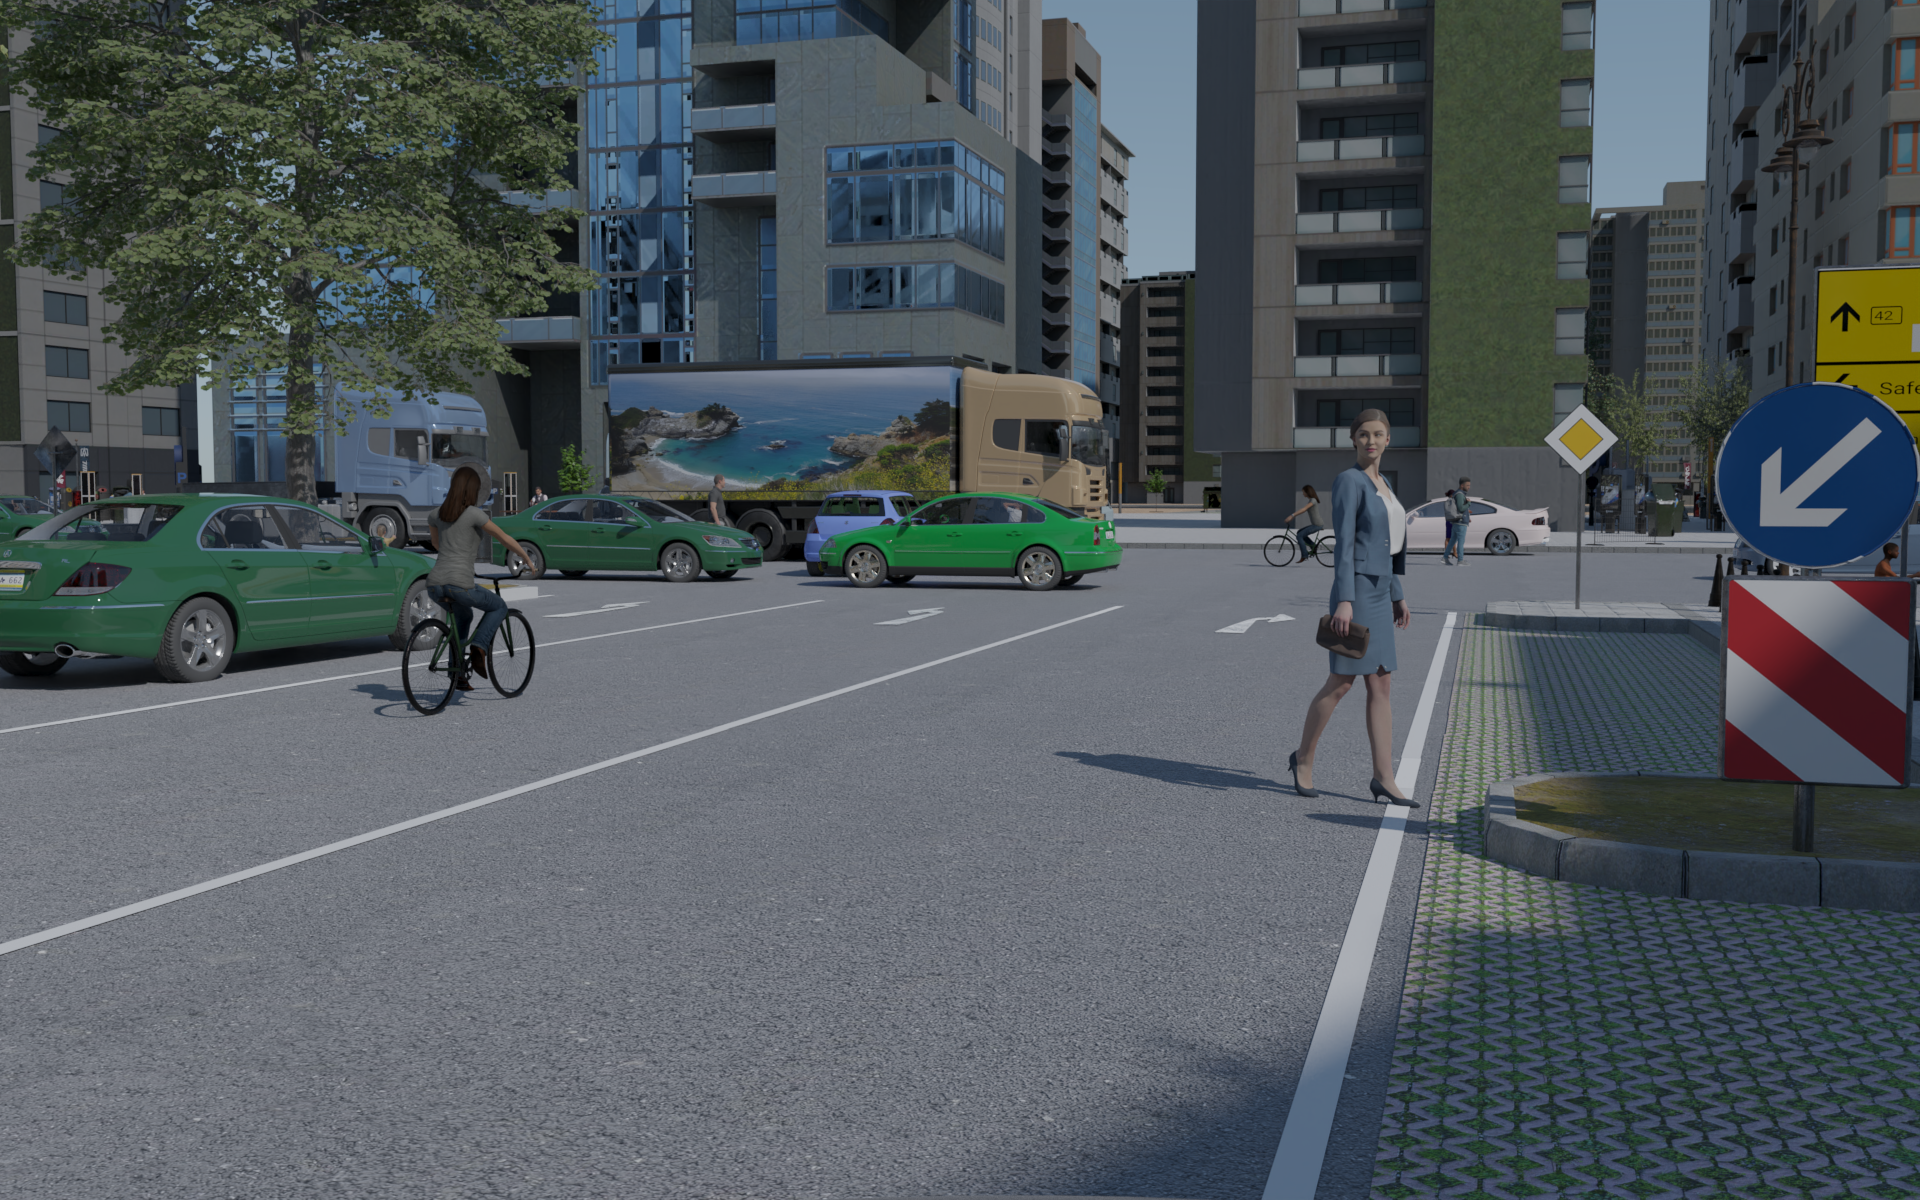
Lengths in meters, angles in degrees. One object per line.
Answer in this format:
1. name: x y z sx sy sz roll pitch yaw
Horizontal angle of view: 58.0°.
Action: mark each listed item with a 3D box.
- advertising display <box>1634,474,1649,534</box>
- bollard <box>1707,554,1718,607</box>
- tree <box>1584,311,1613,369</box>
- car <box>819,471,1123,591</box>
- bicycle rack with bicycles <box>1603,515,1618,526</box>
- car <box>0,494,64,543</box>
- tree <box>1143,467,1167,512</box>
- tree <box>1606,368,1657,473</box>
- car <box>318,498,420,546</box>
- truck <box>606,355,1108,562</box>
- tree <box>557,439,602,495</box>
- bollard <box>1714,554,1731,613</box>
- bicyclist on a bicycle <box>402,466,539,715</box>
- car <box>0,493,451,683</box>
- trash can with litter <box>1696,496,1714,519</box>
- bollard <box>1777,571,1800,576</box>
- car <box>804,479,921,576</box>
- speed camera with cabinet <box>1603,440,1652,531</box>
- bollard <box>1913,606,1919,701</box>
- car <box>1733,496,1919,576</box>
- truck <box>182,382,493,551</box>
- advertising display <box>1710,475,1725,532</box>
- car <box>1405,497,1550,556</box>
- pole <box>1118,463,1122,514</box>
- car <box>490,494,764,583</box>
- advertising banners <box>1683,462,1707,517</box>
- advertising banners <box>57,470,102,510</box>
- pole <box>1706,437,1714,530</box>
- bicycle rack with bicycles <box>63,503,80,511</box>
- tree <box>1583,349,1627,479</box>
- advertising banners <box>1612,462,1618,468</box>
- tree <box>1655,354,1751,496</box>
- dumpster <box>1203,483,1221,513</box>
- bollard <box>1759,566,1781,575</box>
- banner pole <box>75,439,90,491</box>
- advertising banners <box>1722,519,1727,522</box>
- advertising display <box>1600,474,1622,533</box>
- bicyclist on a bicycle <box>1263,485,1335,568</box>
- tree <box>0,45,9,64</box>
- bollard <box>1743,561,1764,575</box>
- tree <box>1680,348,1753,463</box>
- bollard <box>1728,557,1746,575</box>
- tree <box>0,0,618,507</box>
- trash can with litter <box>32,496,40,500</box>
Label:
1. advertising display: 21.855 -3.080 55.565 0.123 1.923 0.974 0 4 3
2. bollard: 8.637 -0.225 19.717 0.229 0.601 0.229 0 3 0
3. tree: 48.930 -17.578 143.295 12.611 20.169 13.585 0 3 0
4. car: 0.123 -1.095 26.708 4.718 1.807 1.959 1 4 17
5. bicycle rack with bicycles: 26.762 -3.337 67.942 2.925 0.926 2.852 0 4 -8
6. car: -22.054 -1.727 40.039 4.920 1.459 2.131 1 4 15
7. tree: 13.878 -7.820 122.464 1.663 3.219 1.824 0 3 0
8. tree: 40.010 -9.297 102.371 4.737 8.622 4.395 0 3 0
9. car: -16.458 -2.285 47.583 3.980 1.641 2.015 1 4 19
10. truck: -1.913 -2.931 36.841 11.283 4.237 2.839 1 4 18
11. tree: -13.734 -4.060 60.989 1.663 3.219 1.824 0 3 0
12. bollard: 8.332 -0.165 18.736 0.229 0.601 0.229 0 3 0
13. bicyclist on a bicycle: -3.290 -0.100 11.656 1.499 1.676 1.625 1 4 16
14. car: -6.183 -0.181 14.752 2.131 1.459 4.920 1 4 18
15. trash can with litter: 38.711 -4.789 89.681 1.055 1.170 0.624 -1 4 -18
16. bollard: 7.125 0.078 14.770 0.229 0.601 0.229 0 3 0
17. car: -1.444 -1.321 31.184 1.945 1.707 3.694 1 4 16
18. speed camera with cabinet: 23.595 -4.098 61.341 0.660 3.252 2.038 -1 4 -13
19. bollard: 5.932 0.319 10.828 0.229 0.601 0.229 0 3 0
20. car: 15.041 -0.991 28.202 4.499 1.417 2.014 1 4 18
21. truck: -20.149 -3.322 44.074 18.799 4.110 2.967 1 4 16
22. advertising display: 26.094 -3.325 59.576 0.974 1.923 0.123 -3 4 -39
23. car: 11.553 -1.774 41.372 4.827 1.381 2.083 1 4 18
24. pole: 10.508 -7.331 113.701 0.158 3.312 0.155 0 3 0
25. car: -5.681 -1.064 29.200 4.920 1.459 2.131 1 4 16
26. advertising banners: 41.036 -6.120 96.256 2.074 3.025 0.090 -1 4 -16
27. advertising banners: -38.834 -4.896 76.234 0.090 3.025 2.074 3 4 38
28. pole: 26.947 -4.183 62.228 0.158 3.312 0.155 0 3 0
29. bicycle rack with bicycles: -37.808 -3.572 71.789 2.852 0.926 2.925 -3 5 -43
30. tree: 40.537 -12.332 118.643 9.611 12.733 9.660 0 3 0
31. advertising banners: 35.660 -5.924 93.050 0.090 3.025 2.074 -1 4 -21
32. tree: 39.748 -8.662 91.990 4.737 8.622 4.395 0 3 0
33. dumpster: 19.680 -7.833 133.017 1.985 2.255 1.502 1 4 18
34. bollard: 7.436 0.016 15.779 0.229 0.601 0.229 0 3 0
35. banner pole: -39.817 -5.415 78.553 0.863 3.779 0.401 1 4 9
36. advertising banners: 35.032 -5.065 78.997 0.090 3.025 2.074 2 4 35
37. advertising display: 21.384 -3.162 56.912 0.123 1.923 0.974 -1 4 -16
38. bicyclist on a bicycle: 6.732 -1.453 33.783 1.625 1.676 1.499 1 4 16
39. tree: -9.797 -3.745 14.056 4.737 8.622 4.395 0 3 0
40. bollard: 7.740 -0.044 16.767 0.229 0.601 0.229 0 3 0
41. tree: 38.350 -8.334 86.627 4.360 8.622 3.978 0 3 0
42. bollard: 8.035 -0.105 17.751 0.229 0.601 0.229 0 3 0
43. tree: -7.663 -6.100 20.324 7.486 12.596 7.792 0 3 0
44. trash can with litter: -36.709 -3.514 68.508 2.233 1.210 1.678 2 4 27
